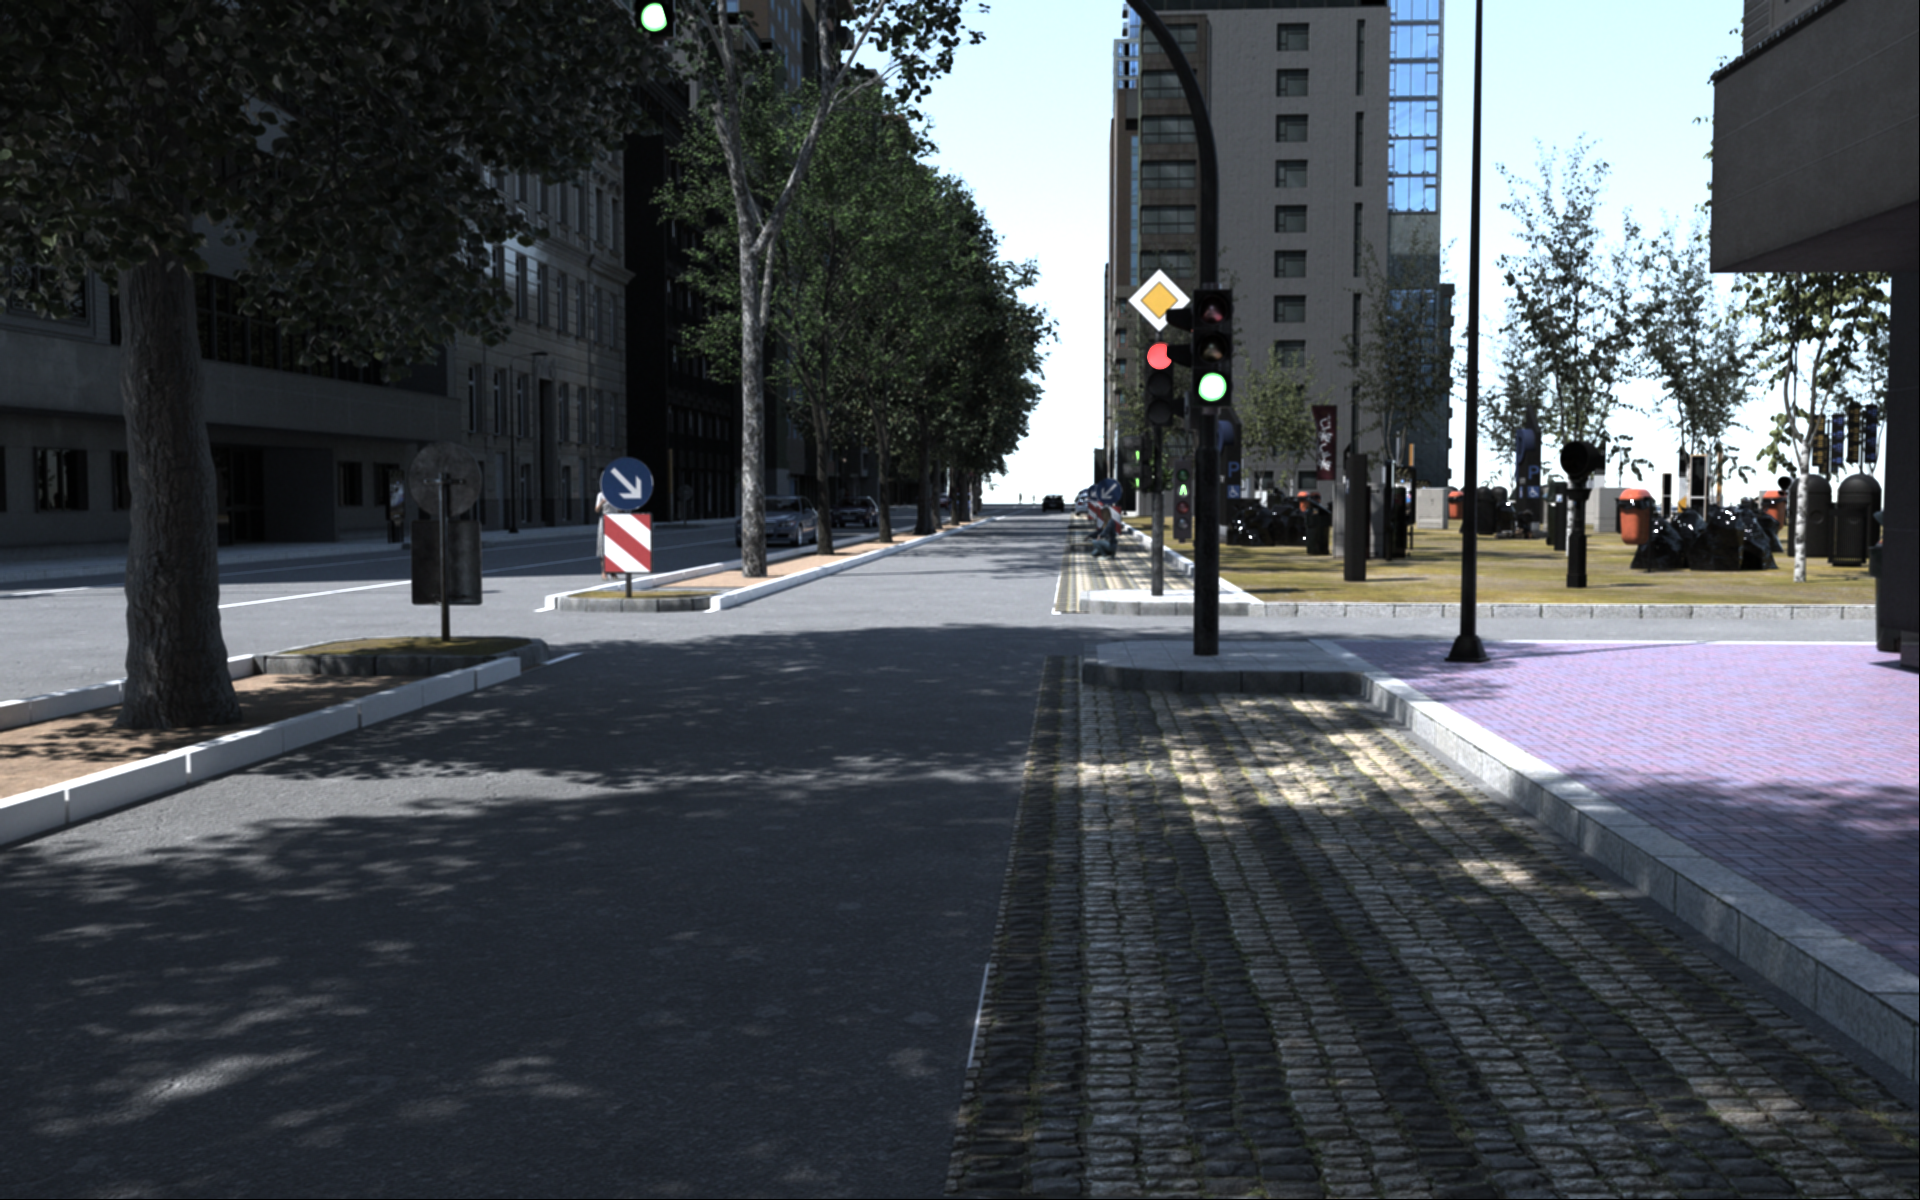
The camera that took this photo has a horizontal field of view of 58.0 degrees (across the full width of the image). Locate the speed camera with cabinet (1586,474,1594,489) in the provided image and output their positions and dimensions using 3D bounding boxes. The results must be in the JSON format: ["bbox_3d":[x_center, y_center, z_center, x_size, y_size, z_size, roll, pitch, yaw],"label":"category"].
[{"bbox_3d":[34.567,-6.064,93.486,0.660,3.252,2.038,-1,4,-12],"label":"speed camera with cabinet"}]

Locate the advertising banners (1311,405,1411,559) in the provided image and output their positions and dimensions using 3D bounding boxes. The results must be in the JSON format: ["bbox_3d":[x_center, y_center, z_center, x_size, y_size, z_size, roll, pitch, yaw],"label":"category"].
[{"bbox_3d":[7.909,-2.325,34.199,2.074,3.025,0.090,-1,4,-9],"label":"advertising banners"}]

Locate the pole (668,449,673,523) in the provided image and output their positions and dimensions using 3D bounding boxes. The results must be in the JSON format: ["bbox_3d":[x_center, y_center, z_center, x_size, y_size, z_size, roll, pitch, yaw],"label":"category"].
[{"bbox_3d":[-13.042,-5.145,77.956,0.158,3.312,0.155,0,3,0],"label":"pole"}]

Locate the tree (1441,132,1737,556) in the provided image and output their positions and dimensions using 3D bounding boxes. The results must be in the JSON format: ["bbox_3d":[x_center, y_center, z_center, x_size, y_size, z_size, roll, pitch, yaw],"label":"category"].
[{"bbox_3d":[12.670,-5.199,35.373,4.360,8.622,3.978,0,3,0],"label":"tree"}]

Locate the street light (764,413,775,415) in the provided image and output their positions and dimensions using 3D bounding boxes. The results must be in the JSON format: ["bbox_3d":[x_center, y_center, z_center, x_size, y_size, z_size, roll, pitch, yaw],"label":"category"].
[{"bbox_3d":[-11.302,-7.749,99.229,1.470,5.913,1.316,0,4,4],"label":"street light"}]

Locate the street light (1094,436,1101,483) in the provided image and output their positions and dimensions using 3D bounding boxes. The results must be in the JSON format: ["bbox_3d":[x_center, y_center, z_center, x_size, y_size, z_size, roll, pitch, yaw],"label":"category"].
[{"bbox_3d":[11.647,-10.148,138.458,1.470,5.913,1.316,0,4,4],"label":"street light"}]

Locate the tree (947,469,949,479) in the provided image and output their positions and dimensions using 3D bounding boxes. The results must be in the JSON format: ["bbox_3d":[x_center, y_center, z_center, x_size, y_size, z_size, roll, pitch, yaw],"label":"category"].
[{"bbox_3d":[-2.267,-18.805,257.818,4.737,8.622,4.395,0,3,0],"label":"tree"}]

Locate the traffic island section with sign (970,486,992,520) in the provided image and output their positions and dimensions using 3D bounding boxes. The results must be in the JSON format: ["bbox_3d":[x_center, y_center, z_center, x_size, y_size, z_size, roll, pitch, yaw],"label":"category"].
[{"bbox_3d":[0.898,-5.429,96.904,2.006,1.907,1.989,0,4,4],"label":"traffic island section with sign"}]

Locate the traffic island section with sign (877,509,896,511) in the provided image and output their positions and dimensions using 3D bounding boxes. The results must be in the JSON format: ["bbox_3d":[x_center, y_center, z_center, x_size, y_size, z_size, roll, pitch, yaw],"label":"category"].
[{"bbox_3d":[-6.529,-8.630,149.727,1.989,1.847,2.006,0,4,4],"label":"traffic island section with sign"}]

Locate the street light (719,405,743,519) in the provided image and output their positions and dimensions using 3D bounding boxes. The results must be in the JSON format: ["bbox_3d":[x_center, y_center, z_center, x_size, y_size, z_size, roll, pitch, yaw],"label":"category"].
[{"bbox_3d":[-11.895,-7.215,90.509,1.470,5.913,1.316,0,4,4],"label":"street light"}]

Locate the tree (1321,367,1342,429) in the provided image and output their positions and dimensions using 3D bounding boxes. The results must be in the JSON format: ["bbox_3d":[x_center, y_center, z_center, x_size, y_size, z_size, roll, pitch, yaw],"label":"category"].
[{"bbox_3d":[17.251,-8.482,89.037,4.737,8.622,4.395,0,3,0],"label":"tree"}]

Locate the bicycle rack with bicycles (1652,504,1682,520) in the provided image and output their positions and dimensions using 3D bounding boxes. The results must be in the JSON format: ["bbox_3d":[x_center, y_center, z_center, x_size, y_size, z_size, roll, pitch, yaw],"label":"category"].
[{"bbox_3d":[25.081,-2.998,62.398,2.852,0.926,2.925,-1,4,-15],"label":"bicycle rack with bicycles"}]

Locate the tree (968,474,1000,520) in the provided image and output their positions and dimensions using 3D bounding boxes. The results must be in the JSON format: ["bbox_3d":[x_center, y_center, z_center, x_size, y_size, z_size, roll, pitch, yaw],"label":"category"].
[{"bbox_3d":[0.647,-8.729,95.544,4.360,8.622,3.978,0,3,0],"label":"tree"}]

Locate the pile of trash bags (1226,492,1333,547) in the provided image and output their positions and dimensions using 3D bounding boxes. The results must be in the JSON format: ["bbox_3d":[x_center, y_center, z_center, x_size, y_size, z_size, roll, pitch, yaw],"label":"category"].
[{"bbox_3d":[8.382,-2.028,42.906,3.447,1.369,1.912,0,4,-1],"label":"pile of trash bags"}]

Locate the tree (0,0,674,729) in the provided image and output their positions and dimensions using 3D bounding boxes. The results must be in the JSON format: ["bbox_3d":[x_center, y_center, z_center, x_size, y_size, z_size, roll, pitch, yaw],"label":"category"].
[{"bbox_3d":[-4.839,-6.187,10.268,9.857,13.997,8.962,0,3,0],"label":"tree"}]

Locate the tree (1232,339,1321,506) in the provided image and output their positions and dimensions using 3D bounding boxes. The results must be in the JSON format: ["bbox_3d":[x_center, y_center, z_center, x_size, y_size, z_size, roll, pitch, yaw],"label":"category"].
[{"bbox_3d":[14.442,-8.113,83.013,4.737,8.622,4.395,0,3,0],"label":"tree"}]

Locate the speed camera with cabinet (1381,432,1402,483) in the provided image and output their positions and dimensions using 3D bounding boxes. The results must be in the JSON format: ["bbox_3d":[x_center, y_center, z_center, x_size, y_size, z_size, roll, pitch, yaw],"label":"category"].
[{"bbox_3d":[13.923,-3.744,55.554,0.660,3.252,2.038,1,4,20],"label":"speed camera with cabinet"}]

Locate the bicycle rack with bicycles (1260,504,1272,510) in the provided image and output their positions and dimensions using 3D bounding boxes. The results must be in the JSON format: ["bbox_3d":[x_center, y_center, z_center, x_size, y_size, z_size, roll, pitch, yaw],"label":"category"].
[{"bbox_3d":[10.807,-3.055,63.324,2.925,0.926,2.852,1,4,22],"label":"bicycle rack with bicycles"}]

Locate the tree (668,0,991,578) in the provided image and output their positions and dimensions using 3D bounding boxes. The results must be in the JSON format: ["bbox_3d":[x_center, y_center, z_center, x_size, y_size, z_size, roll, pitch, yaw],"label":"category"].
[{"bbox_3d":[-2.366,-10.385,28.144,12.611,20.169,13.585,0,3,0],"label":"tree"}]

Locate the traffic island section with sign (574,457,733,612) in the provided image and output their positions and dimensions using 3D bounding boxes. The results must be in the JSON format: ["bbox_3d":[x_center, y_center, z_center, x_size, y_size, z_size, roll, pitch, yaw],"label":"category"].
[{"bbox_3d":[-4.046,-0.843,21.927,2.006,1.907,1.989,0,4,4],"label":"traffic island section with sign"}]

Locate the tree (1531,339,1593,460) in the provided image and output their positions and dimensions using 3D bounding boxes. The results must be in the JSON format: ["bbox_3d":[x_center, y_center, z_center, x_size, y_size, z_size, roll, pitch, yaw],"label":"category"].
[{"bbox_3d":[28.202,-7.893,79.417,4.737,8.622,4.395,0,3,0],"label":"tree"}]

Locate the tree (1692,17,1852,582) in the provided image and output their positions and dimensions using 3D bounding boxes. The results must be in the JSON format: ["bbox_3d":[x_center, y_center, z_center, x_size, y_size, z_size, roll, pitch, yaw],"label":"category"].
[{"bbox_3d":[12.474,-4.568,25.043,4.737,8.622,4.395,0,3,0],"label":"tree"}]

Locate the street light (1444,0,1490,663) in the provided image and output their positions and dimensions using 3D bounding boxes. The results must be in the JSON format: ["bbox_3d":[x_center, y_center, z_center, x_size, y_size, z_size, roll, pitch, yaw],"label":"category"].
[{"bbox_3d":[3.373,-2.488,13.214,1.470,5.913,1.316,0,4,4],"label":"street light"}]

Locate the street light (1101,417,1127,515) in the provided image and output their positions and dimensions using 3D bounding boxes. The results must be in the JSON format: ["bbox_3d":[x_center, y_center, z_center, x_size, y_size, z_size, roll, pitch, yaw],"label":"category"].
[{"bbox_3d":[9.378,-8.046,104.098,1.470,5.913,1.316,0,4,4],"label":"street light"}]

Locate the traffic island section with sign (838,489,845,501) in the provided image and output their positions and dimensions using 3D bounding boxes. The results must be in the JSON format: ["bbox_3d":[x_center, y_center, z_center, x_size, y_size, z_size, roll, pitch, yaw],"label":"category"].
[{"bbox_3d":[-8.299,-6.985,122.830,1.989,1.847,2.006,0,4,4],"label":"traffic island section with sign"}]

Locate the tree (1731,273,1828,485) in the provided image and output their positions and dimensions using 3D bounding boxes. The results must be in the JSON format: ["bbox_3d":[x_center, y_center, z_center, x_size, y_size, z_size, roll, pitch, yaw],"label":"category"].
[{"bbox_3d":[18.821,-5.737,44.160,4.360,8.622,3.978,0,3,0],"label":"tree"}]

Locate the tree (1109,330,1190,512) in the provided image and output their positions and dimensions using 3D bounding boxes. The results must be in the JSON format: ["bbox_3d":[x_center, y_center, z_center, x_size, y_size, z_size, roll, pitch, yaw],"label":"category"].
[{"bbox_3d":[8.831,-7.754,77.148,4.737,8.622,4.395,0,3,0],"label":"tree"}]

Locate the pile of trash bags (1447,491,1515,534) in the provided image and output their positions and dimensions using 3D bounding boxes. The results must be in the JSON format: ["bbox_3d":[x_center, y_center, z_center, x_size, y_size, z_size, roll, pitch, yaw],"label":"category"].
[{"bbox_3d":[17.245,-2.886,56.933,3.447,1.369,1.912,-3,4,-36],"label":"pile of trash bags"}]

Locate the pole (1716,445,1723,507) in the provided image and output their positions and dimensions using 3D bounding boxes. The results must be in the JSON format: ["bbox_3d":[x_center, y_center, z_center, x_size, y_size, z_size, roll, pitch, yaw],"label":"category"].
[{"bbox_3d":[31.483,-4.770,71.839,0.158,3.312,0.155,0,3,0],"label":"pole"}]

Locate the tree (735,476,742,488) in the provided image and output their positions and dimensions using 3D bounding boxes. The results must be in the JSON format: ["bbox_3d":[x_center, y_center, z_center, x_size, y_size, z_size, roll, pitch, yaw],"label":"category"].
[{"bbox_3d":[-13.149,-6.223,96.347,1.663,3.219,1.824,0,3,0],"label":"tree"}]

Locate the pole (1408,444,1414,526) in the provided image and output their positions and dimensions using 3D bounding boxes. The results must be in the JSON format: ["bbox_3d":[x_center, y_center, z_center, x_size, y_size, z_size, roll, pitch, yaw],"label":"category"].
[{"bbox_3d":[18.293,-4.673,70.246,0.158,3.312,0.155,0,3,0],"label":"pole"}]

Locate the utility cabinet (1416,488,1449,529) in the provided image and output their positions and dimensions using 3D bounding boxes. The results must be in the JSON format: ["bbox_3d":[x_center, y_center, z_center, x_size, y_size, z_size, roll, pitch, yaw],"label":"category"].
[{"bbox_3d":[17.155,-3.316,62.895,0.318,1.500,1.173,-3,4,-36],"label":"utility cabinet"}]

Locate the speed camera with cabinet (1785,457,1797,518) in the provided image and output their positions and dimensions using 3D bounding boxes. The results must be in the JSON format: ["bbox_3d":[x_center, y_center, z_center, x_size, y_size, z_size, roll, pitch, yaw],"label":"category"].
[{"bbox_3d":[44.969,-5.988,92.239,2.038,3.252,0.660,1,4,18],"label":"speed camera with cabinet"}]

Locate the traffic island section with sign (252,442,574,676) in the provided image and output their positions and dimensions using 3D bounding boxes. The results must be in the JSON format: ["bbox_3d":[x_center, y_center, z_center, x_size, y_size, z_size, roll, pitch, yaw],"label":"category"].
[{"bbox_3d":[-4.544,-0.391,14.537,2.006,1.907,1.989,0,4,4],"label":"traffic island section with sign"}]

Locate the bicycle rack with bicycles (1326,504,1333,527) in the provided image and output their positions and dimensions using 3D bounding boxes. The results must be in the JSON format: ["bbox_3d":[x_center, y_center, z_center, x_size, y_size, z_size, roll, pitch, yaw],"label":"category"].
[{"bbox_3d":[14.020,-3.084,63.805,2.852,0.926,2.925,-2,4,-29],"label":"bicycle rack with bicycles"}]

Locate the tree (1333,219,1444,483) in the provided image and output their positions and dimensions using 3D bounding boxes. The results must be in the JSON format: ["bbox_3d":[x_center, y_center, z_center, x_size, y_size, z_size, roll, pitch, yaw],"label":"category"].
[{"bbox_3d":[12.106,-5.938,47.451,4.360,8.622,3.978,0,3,0],"label":"tree"}]

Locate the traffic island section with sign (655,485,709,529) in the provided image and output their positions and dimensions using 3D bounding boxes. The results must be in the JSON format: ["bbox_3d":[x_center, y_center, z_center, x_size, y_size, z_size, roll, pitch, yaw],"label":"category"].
[{"bbox_3d":[-11.608,-3.921,72.738,1.989,1.847,2.006,0,4,4],"label":"traffic island section with sign"}]

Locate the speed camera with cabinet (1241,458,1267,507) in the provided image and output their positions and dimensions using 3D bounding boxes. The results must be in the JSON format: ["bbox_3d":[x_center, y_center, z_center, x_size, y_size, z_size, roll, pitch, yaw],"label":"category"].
[{"bbox_3d":[16.398,-6.225,96.114,2.038,3.252,0.660,1,4,23],"label":"speed camera with cabinet"}]

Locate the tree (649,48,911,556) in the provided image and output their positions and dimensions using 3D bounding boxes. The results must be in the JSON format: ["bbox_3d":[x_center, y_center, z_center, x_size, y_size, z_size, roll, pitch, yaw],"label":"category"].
[{"bbox_3d":[-3.250,-6.852,40.250,9.928,11.665,9.643,0,3,0],"label":"tree"}]

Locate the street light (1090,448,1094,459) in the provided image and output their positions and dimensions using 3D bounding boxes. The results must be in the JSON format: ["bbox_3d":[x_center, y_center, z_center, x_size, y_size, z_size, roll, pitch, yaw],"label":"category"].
[{"bbox_3d":[13.922,-12.240,172.662,1.470,5.913,1.316,0,4,4],"label":"street light"}]

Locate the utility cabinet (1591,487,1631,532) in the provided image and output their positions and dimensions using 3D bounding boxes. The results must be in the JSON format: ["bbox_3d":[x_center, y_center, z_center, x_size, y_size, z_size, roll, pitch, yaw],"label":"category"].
[{"bbox_3d":[21.598,-2.977,57.352,1.173,1.500,0.318,-1,4,-13],"label":"utility cabinet"}]

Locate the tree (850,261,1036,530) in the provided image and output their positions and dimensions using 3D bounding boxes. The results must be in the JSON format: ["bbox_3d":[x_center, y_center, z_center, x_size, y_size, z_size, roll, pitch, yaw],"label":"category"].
[{"bbox_3d":[-0.860,-9.054,68.619,7.486,12.596,7.792,0,3,0],"label":"tree"}]

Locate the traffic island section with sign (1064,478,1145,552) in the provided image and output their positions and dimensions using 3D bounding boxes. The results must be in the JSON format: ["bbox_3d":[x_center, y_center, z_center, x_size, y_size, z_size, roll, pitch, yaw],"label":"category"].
[{"bbox_3d":[3.619,-2.136,43.552,1.989,1.847,2.006,0,4,4],"label":"traffic island section with sign"}]

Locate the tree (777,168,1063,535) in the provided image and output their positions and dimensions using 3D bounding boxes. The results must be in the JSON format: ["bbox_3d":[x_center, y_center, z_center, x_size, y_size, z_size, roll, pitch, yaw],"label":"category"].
[{"bbox_3d":[-1.243,-8.595,59.989,9.611,12.733,9.660,0,3,0],"label":"tree"}]

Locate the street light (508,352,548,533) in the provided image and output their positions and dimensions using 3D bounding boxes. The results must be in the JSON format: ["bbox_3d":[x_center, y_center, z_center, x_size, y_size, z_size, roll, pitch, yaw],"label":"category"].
[{"bbox_3d":[-14.125,-5.146,56.674,1.470,5.913,1.316,0,4,4],"label":"street light"}]

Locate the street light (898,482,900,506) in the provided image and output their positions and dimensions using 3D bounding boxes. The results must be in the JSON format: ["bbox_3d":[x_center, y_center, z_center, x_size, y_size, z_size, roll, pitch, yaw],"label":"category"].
[{"bbox_3d":[-5.867,-12.823,182.196,1.470,5.913,1.316,0,4,4],"label":"street light"}]

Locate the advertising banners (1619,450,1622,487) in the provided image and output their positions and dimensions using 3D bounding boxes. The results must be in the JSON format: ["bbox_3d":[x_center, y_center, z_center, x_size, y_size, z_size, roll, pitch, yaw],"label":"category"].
[{"bbox_3d":[26.099,-4.401,68.145,0.090,3.025,2.074,2,4,31],"label":"advertising banners"}]

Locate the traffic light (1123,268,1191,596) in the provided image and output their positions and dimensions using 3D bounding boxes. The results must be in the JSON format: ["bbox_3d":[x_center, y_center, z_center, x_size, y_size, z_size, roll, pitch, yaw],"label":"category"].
[{"bbox_3d":[2.469,-2.006,21.724,0.839,4.253,0.868,0,4,4],"label":"traffic light"}]

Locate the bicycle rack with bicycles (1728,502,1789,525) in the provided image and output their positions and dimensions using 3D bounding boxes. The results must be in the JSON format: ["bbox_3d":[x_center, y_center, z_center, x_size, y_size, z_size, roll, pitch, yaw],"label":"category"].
[{"bbox_3d":[34.205,-3.588,72.052,2.852,0.926,2.925,-1,4,-15],"label":"bicycle rack with bicycles"}]

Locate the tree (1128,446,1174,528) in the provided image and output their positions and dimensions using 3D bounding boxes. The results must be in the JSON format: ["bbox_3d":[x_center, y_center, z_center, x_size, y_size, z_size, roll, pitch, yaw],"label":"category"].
[{"bbox_3d":[7.615,-4.557,69.102,1.663,3.219,1.824,0,3,0],"label":"tree"}]

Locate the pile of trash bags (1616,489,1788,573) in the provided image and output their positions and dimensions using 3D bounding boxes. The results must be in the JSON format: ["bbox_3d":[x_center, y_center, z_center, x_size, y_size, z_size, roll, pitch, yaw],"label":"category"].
[{"bbox_3d":[12.229,-1.196,29.301,3.447,1.369,1.912,-3,4,-38],"label":"pile of trash bags"}]

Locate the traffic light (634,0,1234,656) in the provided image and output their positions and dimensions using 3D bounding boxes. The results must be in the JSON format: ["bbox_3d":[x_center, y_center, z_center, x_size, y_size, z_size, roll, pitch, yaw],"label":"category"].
[{"bbox_3d":[-0.151,-2.391,13.753,4.771,5.953,1.251,0,4,4],"label":"traffic light"}]

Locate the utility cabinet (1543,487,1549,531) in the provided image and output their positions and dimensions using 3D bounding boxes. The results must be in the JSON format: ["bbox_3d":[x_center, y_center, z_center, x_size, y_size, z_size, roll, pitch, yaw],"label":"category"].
[{"bbox_3d":[18.115,-2.717,53.098,0.318,1.500,1.173,1,4,11],"label":"utility cabinet"}]

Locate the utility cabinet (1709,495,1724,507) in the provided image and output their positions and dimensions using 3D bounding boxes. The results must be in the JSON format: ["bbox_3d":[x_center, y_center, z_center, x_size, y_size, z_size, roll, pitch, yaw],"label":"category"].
[{"bbox_3d":[38.687,-4.760,88.983,0.306,1.237,1.020,-2,4,-27],"label":"utility cabinet"}]

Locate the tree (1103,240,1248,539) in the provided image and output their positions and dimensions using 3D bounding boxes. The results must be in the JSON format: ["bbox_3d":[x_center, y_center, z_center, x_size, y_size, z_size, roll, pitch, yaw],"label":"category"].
[{"bbox_3d":[6.372,-6.056,49.376,4.360,8.622,3.978,0,3,0],"label":"tree"}]

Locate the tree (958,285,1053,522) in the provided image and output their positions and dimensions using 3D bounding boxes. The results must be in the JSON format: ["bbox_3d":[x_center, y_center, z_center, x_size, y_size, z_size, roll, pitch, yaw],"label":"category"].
[{"bbox_3d":[0.218,-10.926,87.751,9.857,13.997,8.962,0,3,0],"label":"tree"}]

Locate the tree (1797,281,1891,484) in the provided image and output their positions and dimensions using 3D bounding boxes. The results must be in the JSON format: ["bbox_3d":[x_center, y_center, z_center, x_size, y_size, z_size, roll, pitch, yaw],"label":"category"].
[{"bbox_3d":[30.039,-6.536,57.222,4.360,8.622,3.978,0,3,0],"label":"tree"}]

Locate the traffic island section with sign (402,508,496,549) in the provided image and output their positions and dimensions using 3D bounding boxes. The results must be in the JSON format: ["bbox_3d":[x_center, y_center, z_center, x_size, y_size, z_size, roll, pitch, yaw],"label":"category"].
[{"bbox_3d":[-13.390,-2.267,45.699,1.989,1.847,2.006,0,4,4],"label":"traffic island section with sign"}]
